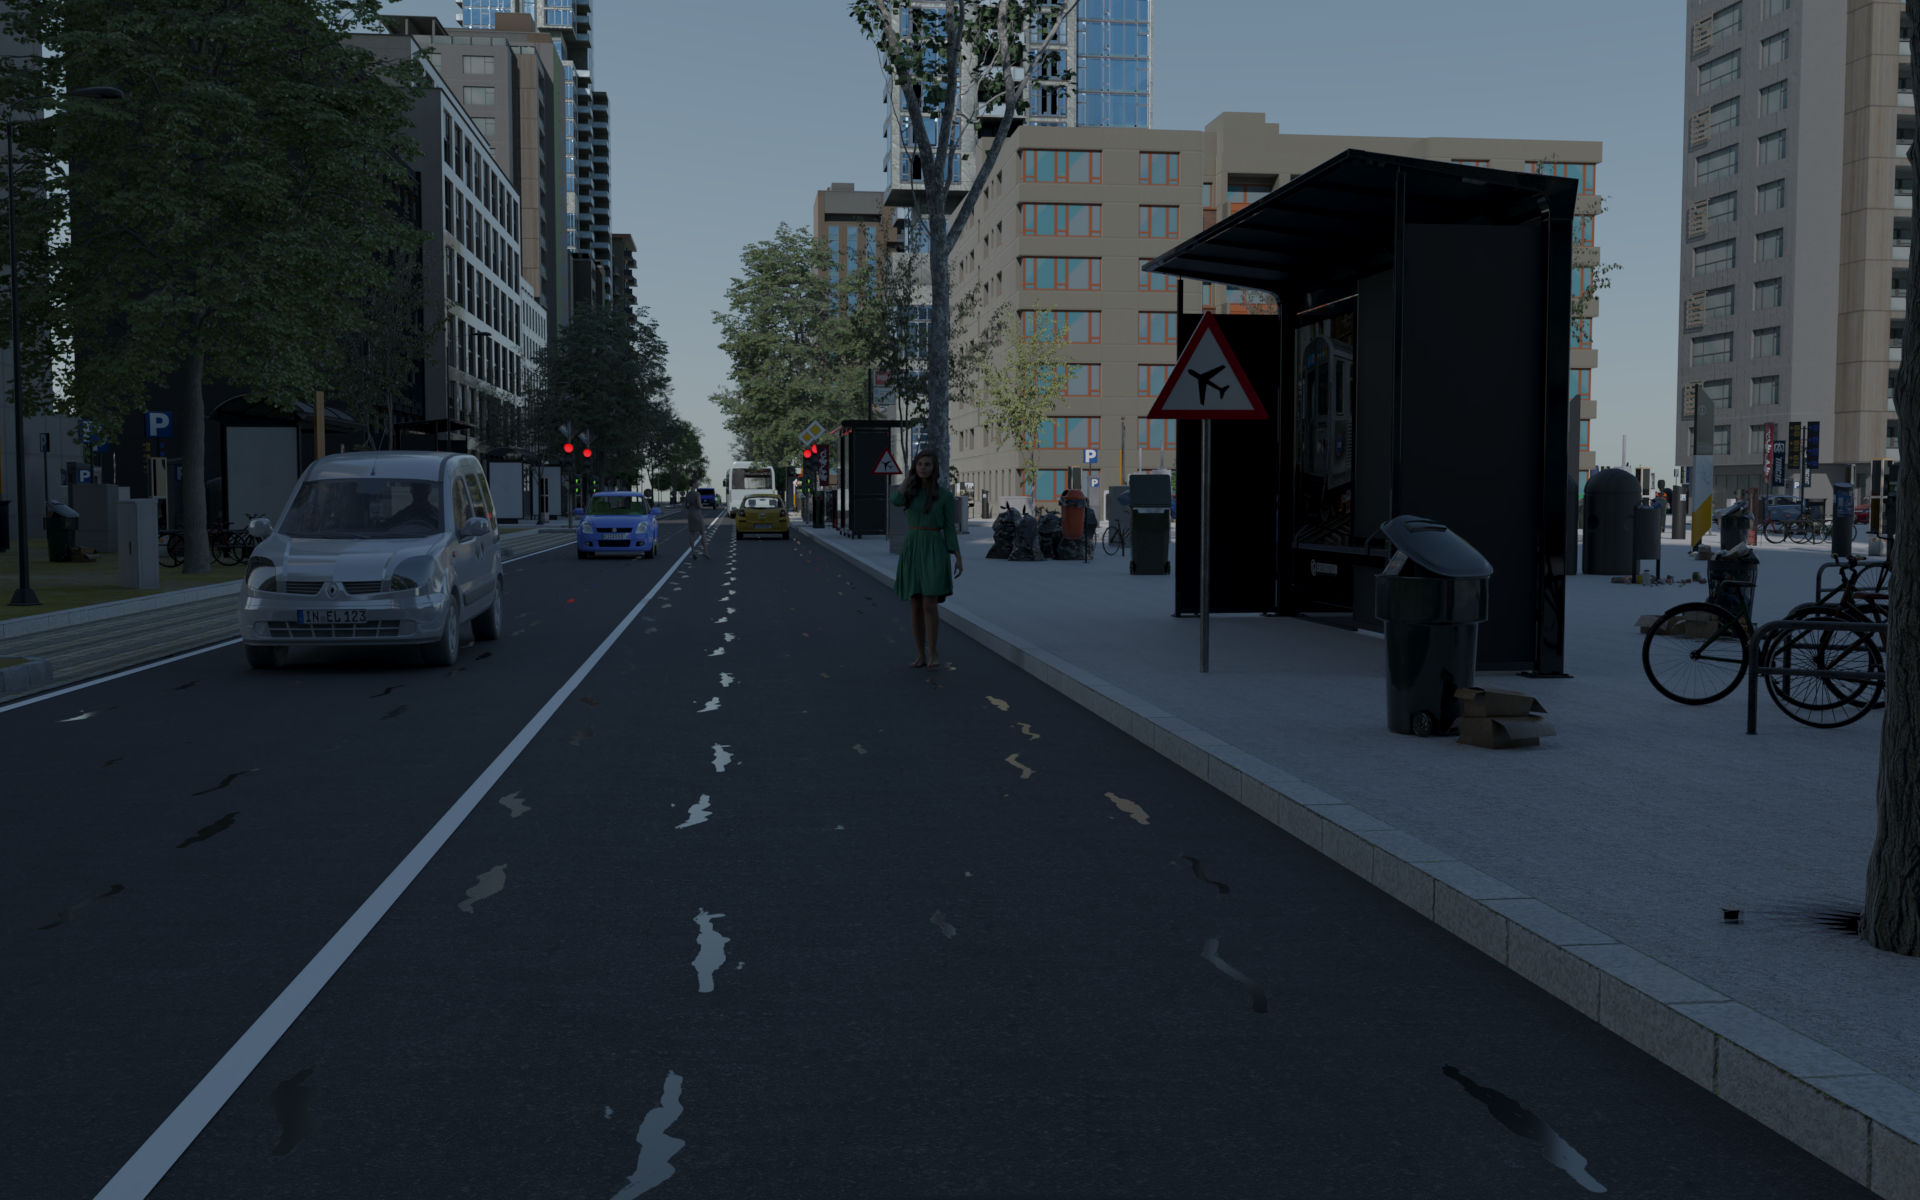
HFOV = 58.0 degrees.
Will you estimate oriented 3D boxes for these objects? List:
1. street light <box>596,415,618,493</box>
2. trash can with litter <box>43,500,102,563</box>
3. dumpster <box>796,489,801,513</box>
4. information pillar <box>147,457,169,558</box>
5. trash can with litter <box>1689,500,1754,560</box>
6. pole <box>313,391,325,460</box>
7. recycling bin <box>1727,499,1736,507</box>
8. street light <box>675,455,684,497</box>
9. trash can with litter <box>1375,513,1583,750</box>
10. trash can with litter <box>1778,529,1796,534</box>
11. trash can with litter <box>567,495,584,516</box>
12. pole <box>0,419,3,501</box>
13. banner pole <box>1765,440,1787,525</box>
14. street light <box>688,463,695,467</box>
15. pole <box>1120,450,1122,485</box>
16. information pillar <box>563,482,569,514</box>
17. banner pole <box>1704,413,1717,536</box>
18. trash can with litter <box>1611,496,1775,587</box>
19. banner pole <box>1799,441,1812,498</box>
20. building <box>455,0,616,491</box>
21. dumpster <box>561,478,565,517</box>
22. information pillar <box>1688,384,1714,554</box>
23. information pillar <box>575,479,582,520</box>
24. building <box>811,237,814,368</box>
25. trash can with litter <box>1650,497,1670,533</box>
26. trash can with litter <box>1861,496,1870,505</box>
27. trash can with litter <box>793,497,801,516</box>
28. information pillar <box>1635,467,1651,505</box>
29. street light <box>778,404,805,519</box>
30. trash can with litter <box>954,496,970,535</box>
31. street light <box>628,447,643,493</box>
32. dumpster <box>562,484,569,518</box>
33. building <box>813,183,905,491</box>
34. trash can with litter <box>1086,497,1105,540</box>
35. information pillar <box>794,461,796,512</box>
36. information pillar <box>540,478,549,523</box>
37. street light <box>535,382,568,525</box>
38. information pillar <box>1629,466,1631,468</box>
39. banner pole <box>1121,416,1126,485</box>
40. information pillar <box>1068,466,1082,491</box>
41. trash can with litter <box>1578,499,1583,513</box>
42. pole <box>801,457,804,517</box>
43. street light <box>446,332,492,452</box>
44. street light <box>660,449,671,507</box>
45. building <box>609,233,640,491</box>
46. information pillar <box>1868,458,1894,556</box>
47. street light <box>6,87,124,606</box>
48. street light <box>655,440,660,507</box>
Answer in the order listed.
[{"bbox_3d":[-20.766,-7.898,101.665,1.470,5.913,1.316,0,4,-7],"label":"street light"},{"bbox_3d":[-16.730,-1.303,32.698,1.055,1.170,0.624,1,4,13],"label":"trash can with litter"},{"bbox_3d":[-10.622,-6.926,118.997,1.264,1.857,1.865,0,4,-7],"label":"dumpster"},{"bbox_3d":[-16.144,-1.859,34.884,0.304,2.012,0.304,-3,4,-37],"label":"information pillar"},{"bbox_3d":[14.710,-1.349,33.448,1.055,1.170,0.624,0,4,6],"label":"trash can with litter"},{"bbox_3d":[-12.732,-2.485,34.468,0.158,3.312,0.155,0,3,0],"label":"pole"},{"bbox_3d":[39.549,-4.649,88.572,0.722,1.027,0.722,-1,4,-11],"label":"recycling bin"},{"bbox_3d":[-34.288,-14.408,208.109,1.470,5.913,1.316,0,4,-7],"label":"street light"},{"bbox_3d":[2.689,0.138,9.129,0.624,1.170,1.055,-2,4,-29],"label":"trash can with litter"},{"bbox_3d":[26.228,-2.777,56.458,1.678,1.210,2.233,-1,4,-16],"label":"trash can with litter"},{"bbox_3d":[-22.631,-5.462,100.357,1.678,1.210,2.233,0,4,3],"label":"trash can with litter"},{"bbox_3d":[-25.137,-3.146,45.283,0.158,3.312,0.155,0,3,0],"label":"pole"},{"bbox_3d":[33.389,-4.955,71.034,0.863,3.779,0.401,2,4,24],"label":"banner pole"},{"bbox_3d":[-40.982,-17.587,260.087,1.470,5.913,1.316,0,4,-7],"label":"street light"},{"bbox_3d":[7.494,-5.270,80.014,0.158,3.312,0.155,0,3,0],"label":"pole"},{"bbox_3d":[-23.159,-5.959,101.928,0.304,2.012,0.304,-2,4,-33],"label":"information pillar"},{"bbox_3d":[23.120,-3.891,53.628,0.401,3.779,0.863,-1,4,-15],"label":"banner pole"},{"bbox_3d":[10.257,-0.851,24.964,2.233,1.210,1.678,-2,4,-29],"label":"trash can with litter"},{"bbox_3d":[39.612,-5.579,81.230,0.401,3.779,0.863,-1,4,-18],"label":"banner pole"},{"bbox_3d":[-60.423,-57.296,249.455,22.319,86.520,31.000,0,4,-7],"label":"building"},{"bbox_3d":[-22.714,-5.783,97.050,1.502,2.255,1.985,0,4,-7],"label":"dumpster"},{"bbox_3d":[15.820,-2.786,36.913,0.504,3.616,0.183,-1,4,-22],"label":"information pillar"},{"bbox_3d":[-19.017,-5.003,86.285,0.304,2.012,0.304,-1,4,-18],"label":"information pillar"},{"bbox_3d":[-16.811,-36.301,277.111,14.154,41.232,14.086,0,4,-7],"label":"building"},{"bbox_3d":[23.057,-2.795,57.080,0.624,1.170,1.055,2,4,23],"label":"trash can with litter"},{"bbox_3d":[54.182,-5.789,105.714,1.678,1.210,2.233,-1,4,-17],"label":"trash can with litter"},{"bbox_3d":[-8.889,-5.522,101.342,2.233,1.210,1.678,0,4,2],"label":"trash can with litter"},{"bbox_3d":[18.756,-2.638,47.620,0.304,2.012,0.304,-1,4,-16],"label":"information pillar"},{"bbox_3d":[-8.433,-7.064,88.037,1.470,5.913,1.316,0,4,-7],"label":"street light"},{"bbox_3d":[-0.522,-2.705,55.278,2.233,1.210,1.678,-3,5,-45],"label":"trash can with litter"},{"bbox_3d":[-24.604,-9.720,131.458,1.470,5.913,1.316,0,4,-7],"label":"street light"},{"bbox_3d":[-21.702,-5.369,93.538,1.264,1.857,1.865,0,4,-7],"label":"dumpster"},{"bbox_3d":[-13.744,-36.626,248.951,14.600,45.320,14.200,0,4,-7],"label":"building"},{"bbox_3d":[3.386,-2.297,48.621,1.678,1.210,2.233,-2,4,-24],"label":"trash can with litter"},{"bbox_3d":[-11.516,-7.912,120.721,0.183,3.616,0.504,0,4,1],"label":"information pillar"},{"bbox_3d":[-18.513,-4.439,77.075,0.304,2.012,0.304,2,4,25],"label":"information pillar"},{"bbox_3d":[-16.924,-6.075,71.873,1.470,5.913,1.316,0,4,-7],"label":"street light"},{"bbox_3d":[54.527,-9.179,141.435,0.504,3.616,0.183,0,4,5],"label":"information pillar"},{"bbox_3d":[5.279,-4.031,55.919,0.401,3.779,0.863,1,4,12],"label":"banner pole"},{"bbox_3d":[3.004,-2.498,45.326,0.304,2.012,0.304,-1,4,-17],"label":"information pillar"},{"bbox_3d":[22.586,-3.165,63.127,1.055,1.170,0.624,-1,4,-17],"label":"trash can with litter"},{"bbox_3d":[-8.640,-6.196,95.154,0.158,3.312,0.155,0,3,0],"label":"pole"},{"bbox_3d":[-14.095,-4.716,49.650,1.470,5.913,1.316,0,4,-7],"label":"street light"},{"bbox_3d":[-30.487,-12.585,178.311,1.470,5.913,1.316,0,4,-7],"label":"street light"},{"bbox_3d":[-63.704,-38.288,280.634,22.147,44.769,28.867,0,4,-7],"label":"building"},{"bbox_3d":[19.007,-1.911,35.743,0.304,2.012,0.304,-1,4,-19],"label":"information pillar"},{"bbox_3d":[-10.248,-2.894,19.858,1.470,5.913,1.316,0,4,-7],"label":"street light"},{"bbox_3d":[-26.608,-10.720,147.817,1.470,5.913,1.316,0,4,-7],"label":"street light"}]
